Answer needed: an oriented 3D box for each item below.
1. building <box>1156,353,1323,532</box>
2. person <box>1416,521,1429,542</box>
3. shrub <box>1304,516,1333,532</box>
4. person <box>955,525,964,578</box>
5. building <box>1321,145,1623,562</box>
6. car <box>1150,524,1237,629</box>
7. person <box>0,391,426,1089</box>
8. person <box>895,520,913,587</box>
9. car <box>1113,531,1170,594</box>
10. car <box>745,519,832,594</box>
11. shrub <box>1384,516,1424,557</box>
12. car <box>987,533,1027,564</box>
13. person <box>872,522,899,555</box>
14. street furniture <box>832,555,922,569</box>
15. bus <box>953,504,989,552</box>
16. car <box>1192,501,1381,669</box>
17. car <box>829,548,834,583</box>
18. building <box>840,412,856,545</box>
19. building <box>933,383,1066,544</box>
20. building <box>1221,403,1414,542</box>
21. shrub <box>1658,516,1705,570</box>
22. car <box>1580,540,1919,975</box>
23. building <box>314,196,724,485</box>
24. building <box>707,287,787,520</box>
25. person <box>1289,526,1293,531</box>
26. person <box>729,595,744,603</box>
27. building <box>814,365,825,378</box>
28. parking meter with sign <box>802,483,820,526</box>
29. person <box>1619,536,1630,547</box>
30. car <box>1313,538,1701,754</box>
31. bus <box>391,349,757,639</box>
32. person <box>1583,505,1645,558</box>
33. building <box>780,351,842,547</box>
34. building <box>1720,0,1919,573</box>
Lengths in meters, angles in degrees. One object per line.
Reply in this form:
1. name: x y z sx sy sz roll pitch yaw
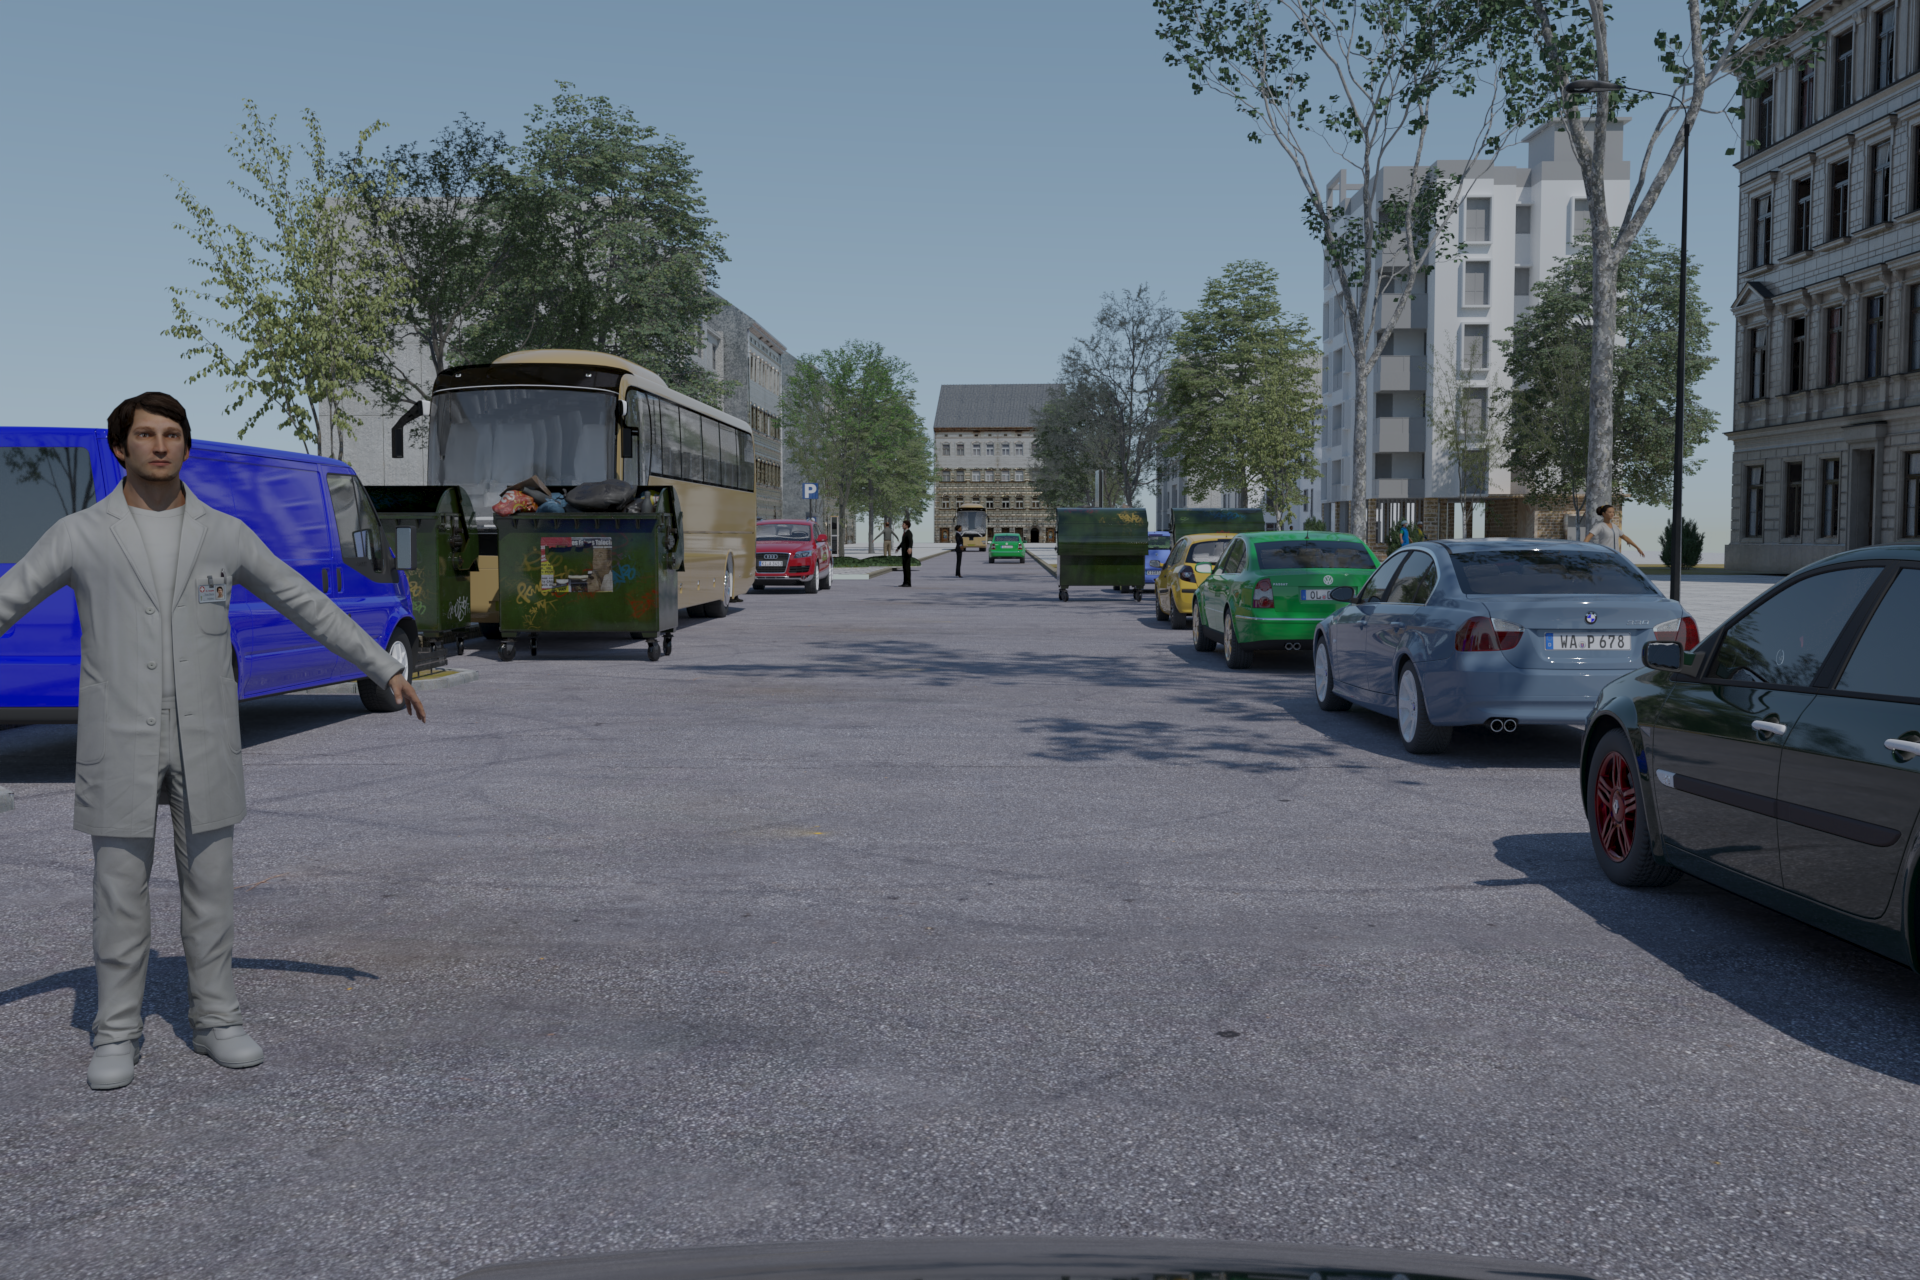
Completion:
1. building: 30.025 -19.053 177.971 16.747 18.905 31.486 0 4 1
2. person: 20.029 -4.245 75.379 0.705 1.833 1.349 3 5 42
3. shrub: 13.496 -3.776 66.154 1.690 2.028 1.600 0 3 0
4. person: 0.041 -2.931 57.104 0.721 1.740 1.216 0 4 -1
5. building: 24.371 -14.348 91.005 16.016 20.090 11.380 0 4 1
6. car: 4.057 -1.052 27.431 2.015 1.641 3.980 0 4 2
7. person: -2.127 0.246 4.619 1.347 1.806 0.705 -2 4 -34
8. person: -1.473 -2.335 46.821 0.705 1.806 1.347 -1 4 -18
9. car: 4.718 -2.045 43.026 1.945 1.707 3.694 0 4 1
10. car: -4.380 -2.113 43.223 2.281 1.827 5.304 0 4 1
11. shrub: 18.333 -4.103 71.500 1.690 2.028 1.600 0 3 0
12. car: 2.322 -4.690 85.480 1.959 1.807 4.718 0 4 2
13. person: -3.185 -4.226 75.369 1.348 1.796 0.705 -2 4 -32
14. street furniture: -6.631 -3.130 66.809 10.072 0.657 5.734 0 4 6
15. bus: 1.007 -9.313 143.820 2.896 3.916 12.252 0 4 1
16. car: 3.738 -0.670 19.757 1.959 1.807 4.718 0 4 0
17. car: -4.645 -2.315 49.859 2.014 1.417 4.499 0 4 1
18. building: -23.050 -23.645 217.523 19.493 23.208 18.063 0 4 1
19. building: 6.270 -25.594 251.840 18.063 23.208 19.493 0 4 6
20. building: 24.171 -10.865 119.784 9.099 9.664 28.070 0 4 2
21. shrub: 25.996 -3.548 62.435 1.690 2.028 1.600 0 3 0
22. car: 3.507 0.242 5.831 2.009 1.686 4.222 0 4 0
23. building: -25.250 -14.702 106.841 16.747 18.905 31.486 0 4 1
24. building: -24.004 -18.423 132.148 19.493 23.208 18.063 0 4 1
25. person: 18.084 -5.357 94.300 1.216 1.740 0.721 -1 4 -17
26. person: -4.730 -1.710 36.197 0.705 1.856 1.354 1 4 17
27. building: -21.224 -20.680 194.542 16.016 20.090 11.380 0 4 1
28. parking meter with sign: -5.081 -3.900 60.019 0.543 3.016 1.738 0 4 2
29. person: 18.604 -2.675 49.910 1.345 1.807 0.704 1 4 17
30. car: 3.787 -0.034 12.558 2.014 1.417 4.499 0 4 0
31. bus: -5.251 -2.158 26.836 2.896 3.916 12.252 0 4 1
32. person: 10.046 -1.221 26.729 1.217 1.739 0.721 -1 4 -20
33. building: -22.460 -21.363 180.212 19.493 23.208 18.063 0 4 2
34. building: 29.320 -11.194 46.635 10.561 19.211 19.286 0 4 2
